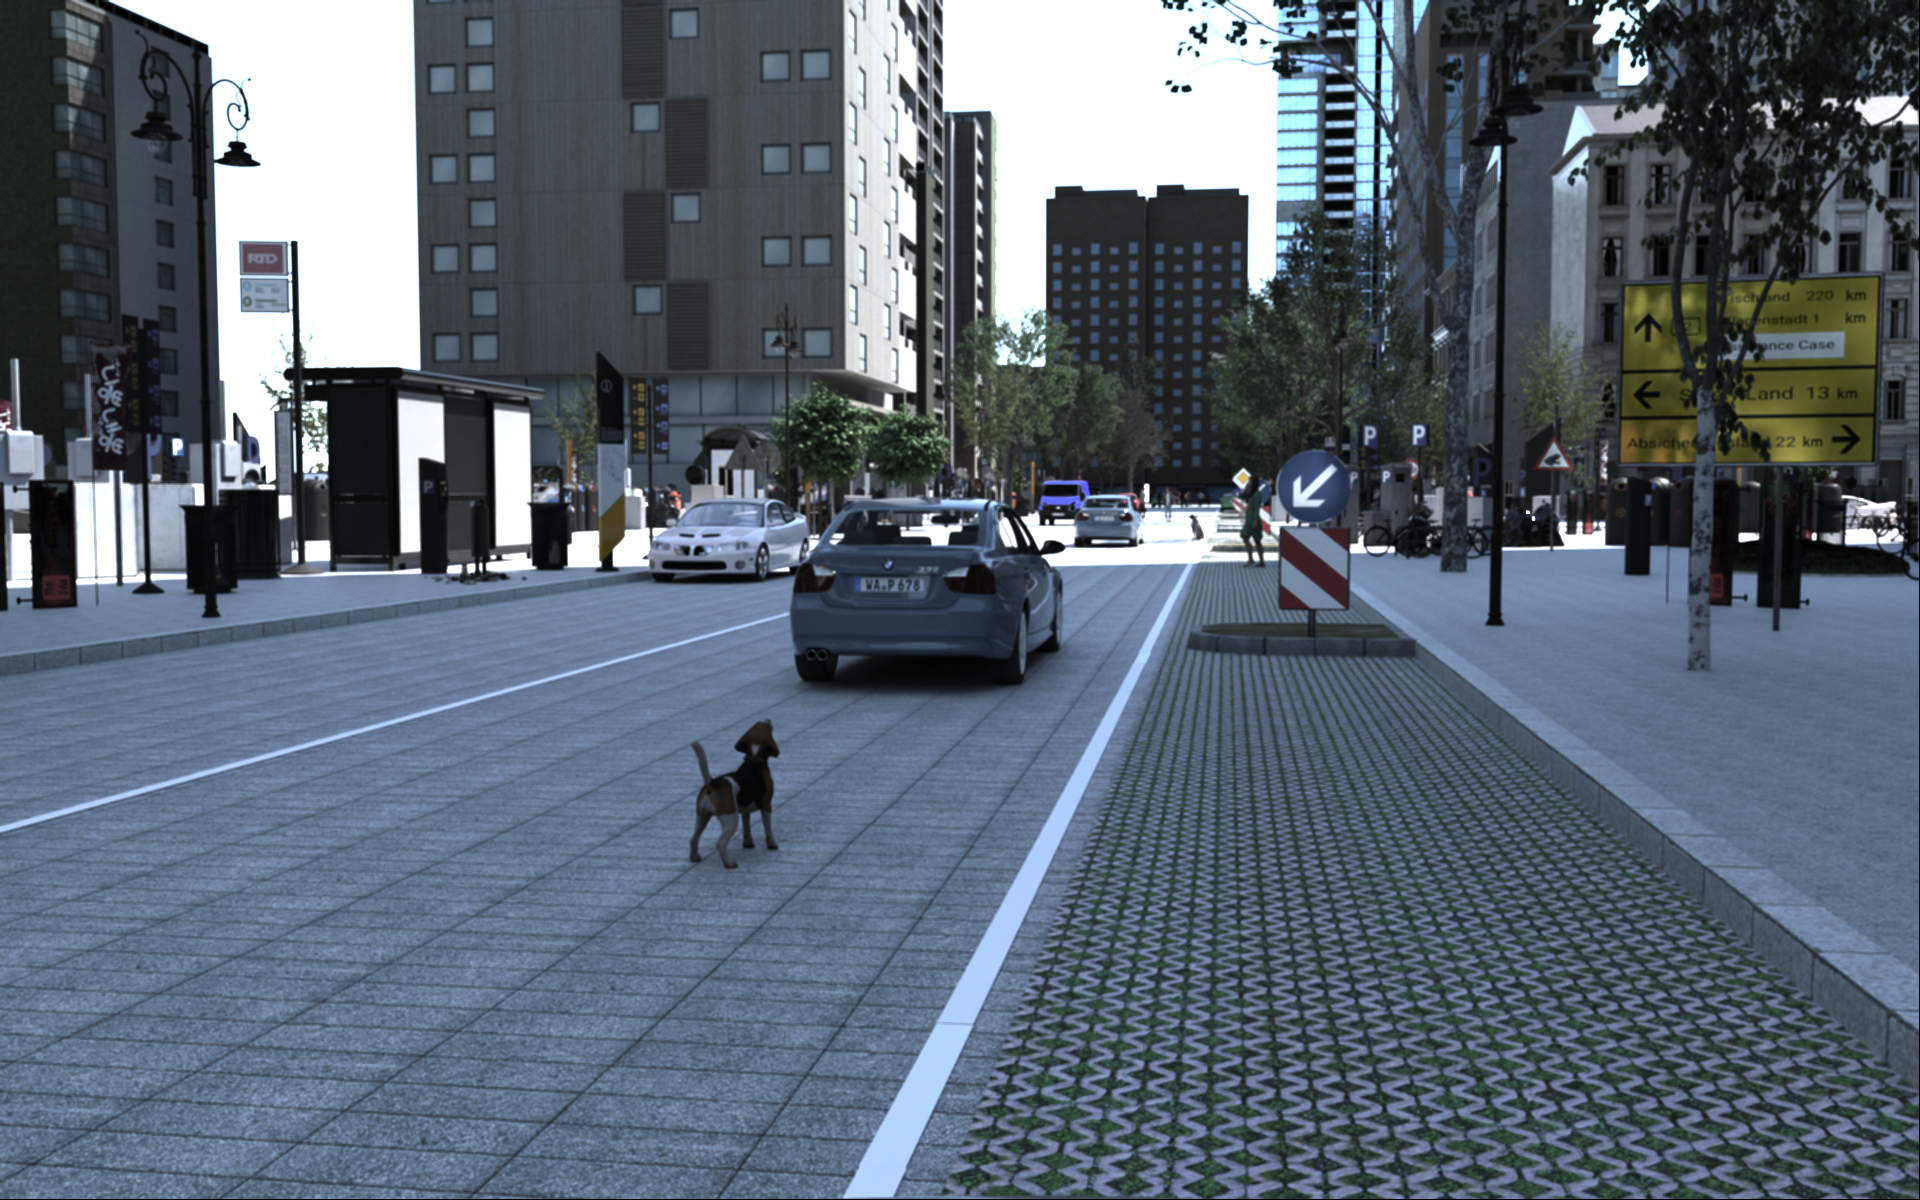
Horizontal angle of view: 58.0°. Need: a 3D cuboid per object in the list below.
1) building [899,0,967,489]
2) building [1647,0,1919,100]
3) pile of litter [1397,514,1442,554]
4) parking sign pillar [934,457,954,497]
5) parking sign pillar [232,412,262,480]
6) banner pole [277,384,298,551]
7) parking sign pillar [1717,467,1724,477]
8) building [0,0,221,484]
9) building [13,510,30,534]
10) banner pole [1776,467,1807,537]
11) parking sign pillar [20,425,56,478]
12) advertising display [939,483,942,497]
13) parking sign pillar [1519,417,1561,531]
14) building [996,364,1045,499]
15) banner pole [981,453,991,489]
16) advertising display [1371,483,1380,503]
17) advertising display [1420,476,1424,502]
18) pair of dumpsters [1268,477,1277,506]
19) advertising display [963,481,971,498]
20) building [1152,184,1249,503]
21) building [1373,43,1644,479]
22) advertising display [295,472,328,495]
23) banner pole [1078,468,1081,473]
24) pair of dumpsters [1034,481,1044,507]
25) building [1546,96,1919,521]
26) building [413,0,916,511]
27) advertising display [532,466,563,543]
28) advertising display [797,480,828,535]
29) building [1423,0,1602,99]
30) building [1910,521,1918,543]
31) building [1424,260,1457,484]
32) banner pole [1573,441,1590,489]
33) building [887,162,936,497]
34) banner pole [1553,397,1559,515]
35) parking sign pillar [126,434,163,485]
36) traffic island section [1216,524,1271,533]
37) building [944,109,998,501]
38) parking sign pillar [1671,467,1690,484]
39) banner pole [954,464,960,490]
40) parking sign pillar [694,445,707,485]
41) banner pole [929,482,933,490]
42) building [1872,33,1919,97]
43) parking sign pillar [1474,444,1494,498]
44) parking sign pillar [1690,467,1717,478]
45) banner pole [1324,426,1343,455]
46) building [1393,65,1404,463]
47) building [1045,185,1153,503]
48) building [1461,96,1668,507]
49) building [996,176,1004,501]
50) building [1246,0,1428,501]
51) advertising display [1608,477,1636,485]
[{"bbox_3d":[-10.125,-44.272,162.091,20.563,71.187,20.611,1,4,9],"label":"building"},{"bbox_3d":[91.399,-39.525,188.238,28.212,58.520,21.231,1,4,9],"label":"building"},{"bbox_3d":[10.195,-1.451,37.688,1.719,0.858,1.176,-2,4,-30],"label":"pile of litter"},{"bbox_3d":[-1.031,-7.494,111.006,1.447,3.967,1.447,-2,4,-31],"label":"parking sign pillar"},{"bbox_3d":[-23.613,-4.217,57.419,1.447,3.967,1.447,0,4,-1],"label":"parking sign pillar"},{"bbox_3d":[-15.358,-3.032,39.590,0.863,3.779,0.401,3,5,42],"label":"banner pole"},{"bbox_3d":[60.983,-9.232,139.423,1.447,3.967,1.447,-2,4,-34],"label":"parking sign pillar"},{"bbox_3d":[-54.420,-20.267,103.073,14.107,30.474,14.160,1,4,9],"label":"building"},{"bbox_3d":[-39.229,-21.422,42.132,23.993,40.220,32.217,1,4,9],"label":"building"},{"bbox_3d":[20.519,-3.213,42.555,0.863,3.779,0.401,2,4,35],"label":"banner pole"},{"bbox_3d":[-34.234,-4.627,64.126,1.447,3.967,1.447,3,5,45],"label":"parking sign pillar"},{"bbox_3d":[-0.935,-5.837,100.642,0.123,1.923,0.974,-2,4,-26],"label":"advertising display"},{"bbox_3d":[20.266,-4.407,60.528,1.447,3.967,1.447,-1,4,-12],"label":"parking sign pillar"},{"bbox_3d":[-0.224,-25.657,264.537,28.899,21.520,27.650,1,4,9],"label":"building"},{"bbox_3d":[1.583,-6.845,101.934,0.863,3.779,0.401,-1,4,-19],"label":"banner pole"},{"bbox_3d":[25.087,-6.077,104.578,0.123,1.923,0.974,3,5,39],"label":"advertising display"},{"bbox_3d":[16.181,-3.396,60.736,0.123,1.923,0.974,1,4,16],"label":"advertising display"},{"bbox_3d":[19.095,-6.180,103.540,1.574,2.255,4.437,1,4,9],"label":"pair of dumpsters"},{"bbox_3d":[0.268,-4.289,75.333,0.123,1.923,0.974,-1,4,-17],"label":"advertising display"},{"bbox_3d":[34.642,-36.830,252.274,14.200,45.320,14.600,1,4,9],"label":"building"},{"bbox_3d":[58.196,-34.821,188.927,23.786,49.044,30.456,1,4,9],"label":"building"},{"bbox_3d":[-18.867,-2.768,50.473,0.974,1.923,0.123,-2,4,-29],"label":"advertising display"},{"bbox_3d":[10.082,-9.559,146.302,0.401,3.779,0.863,-1,4,-18],"label":"banner pole"},{"bbox_3d":[5.433,-7.524,125.518,1.574,2.255,4.437,1,4,9],"label":"pair of dumpsters"},{"bbox_3d":[39.798,-14.574,87.438,18.267,20.994,9.793,1,4,9],"label":"building"},{"bbox_3d":[-18.050,-32.229,116.177,28.713,52.752,27.495,1,4,9],"label":"building"},{"bbox_3d":[-9.478,-2.092,39.412,0.974,1.923,0.123,1,4,19],"label":"advertising display"},{"bbox_3d":[-4.608,-2.986,54.032,0.974,1.923,0.123,-1,4,-9],"label":"advertising display"},{"bbox_3d":[47.645,-30.801,153.711,14.600,45.320,14.200,1,4,9],"label":"building"},{"bbox_3d":[33.213,-29.985,32.261,21.231,58.520,28.212,1,4,9],"label":"building"},{"bbox_3d":[42.928,-18.215,133.976,11.583,22.565,21.152,1,4,9],"label":"building"},{"bbox_3d":[29.395,-5.613,81.789,0.863,3.779,0.401,3,4,36],"label":"banner pole"},{"bbox_3d":[-10.120,-22.863,145.507,14.160,30.474,14.107,1,4,9],"label":"building"},{"bbox_3d":[15.505,-3.374,45.182,0.401,3.779,0.863,1,4,12],"label":"banner pole"},{"bbox_3d":[-19.829,-3.281,42.122,1.447,3.967,1.447,0,4,-6],"label":"parking sign pillar"},{"bbox_3d":[10.731,-2.648,65.569,2.009,0.180,2.903,1,4,9],"label":"traffic island section"},{"bbox_3d":[-3.949,-30.384,180.370,14.154,41.232,14.086,1,4,9],"label":"building"},{"bbox_3d":[47.663,-7.808,116.129,1.447,3.967,1.447,-2,4,-30],"label":"parking sign pillar"},{"bbox_3d":[-0.258,-9.401,143.718,0.401,3.779,0.863,-3,5,-42],"label":"banner pole"},{"bbox_3d":[-13.958,-6.481,94.438,1.447,3.967,1.447,-3,5,-43],"label":"parking sign pillar"},{"bbox_3d":[-2.118,-8.613,130.832,0.863,3.779,0.401,2,4,25],"label":"banner pole"},{"bbox_3d":[66.465,-17.355,88.262,34.151,26.468,19.350,1,4,9],"label":"building"},{"bbox_3d":[27.950,-6.332,91.996,1.447,3.967,1.447,-2,4,-35],"label":"parking sign pillar"},{"bbox_3d":[54.560,-8.514,127.676,1.447,3.967,1.447,0,4,1],"label":"parking sign pillar"},{"bbox_3d":[13.703,-4.491,63.444,0.863,3.779,0.401,2,4,27],"label":"banner pole"},{"bbox_3d":[49.947,-31.657,167.698,14.600,45.320,14.200,1,4,9],"label":"building"},{"bbox_3d":[20.219,-36.891,253.281,14.200,45.320,14.600,1,4,9],"label":"building"},{"bbox_3d":[40.185,-18.077,113.585,12.078,24.808,19.932,1,4,9],"label":"building"},{"bbox_3d":[-9.140,-33.574,203.555,28.867,44.769,22.147,1,4,9],"label":"building"},{"bbox_3d":[57.401,-57.349,250.331,31.000,86.520,22.319,1,4,9],"label":"building"},{"bbox_3d":[24.337,-3.578,63.711,0.974,1.923,0.123,1,4,14],"label":"advertising display"}]
